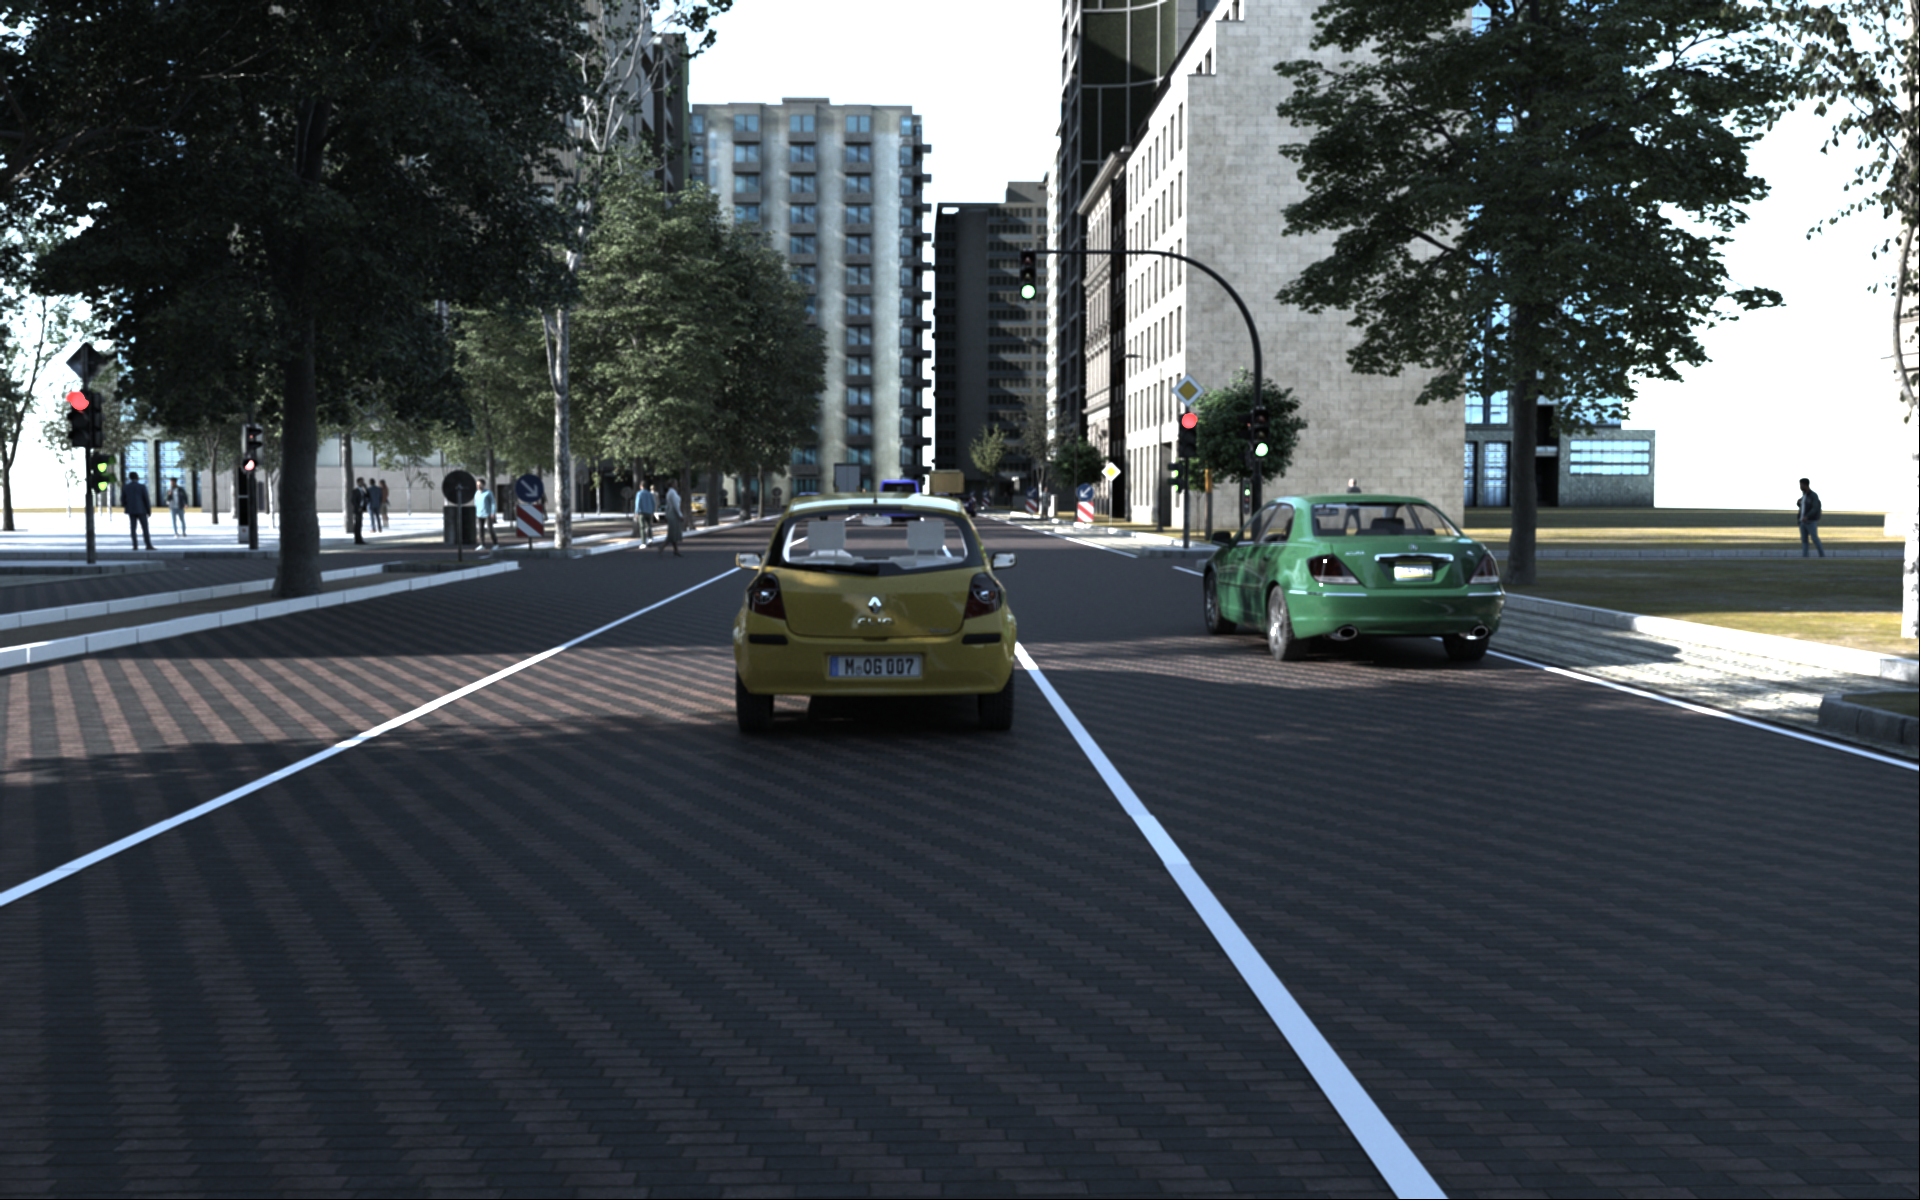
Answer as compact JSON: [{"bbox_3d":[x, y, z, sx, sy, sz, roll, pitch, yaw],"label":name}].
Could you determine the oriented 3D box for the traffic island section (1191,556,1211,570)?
[{"bbox_3d":[5.589,-0.634,32.642,2.009,0.180,2.903,0,4,-2],"label":"traffic island section"}]

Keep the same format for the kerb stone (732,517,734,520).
[{"bbox_3d":[-12.580,-4.416,94.410,0.120,0.150,1.000,0,4,-2],"label":"kerb stone"}]

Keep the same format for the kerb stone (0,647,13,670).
[{"bbox_3d":[-7.876,0.500,14.045,0.120,0.150,1.000,0,4,-2],"label":"kerb stone"}]

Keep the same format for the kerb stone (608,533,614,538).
[{"bbox_3d":[-11.322,-2.036,55.488,0.120,0.150,1.000,0,4,-2],"label":"kerb stone"}]

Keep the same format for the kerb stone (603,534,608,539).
[{"bbox_3d":[-11.283,-1.973,54.466,0.120,0.150,1.000,0,4,-2],"label":"kerb stone"}]

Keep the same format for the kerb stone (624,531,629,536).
[{"bbox_3d":[-11.421,-2.224,58.560,0.120,0.150,1.000,0,4,-2],"label":"kerb stone"}]

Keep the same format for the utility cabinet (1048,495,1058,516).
[{"bbox_3d":[5.322,-5.444,100.169,0.306,1.237,1.020,-1,4,-20],"label":"utility cabinet"}]

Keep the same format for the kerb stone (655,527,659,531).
[{"bbox_3d":[-11.641,-2.663,65.752,0.120,0.150,1.000,0,4,-2],"label":"kerb stone"}]

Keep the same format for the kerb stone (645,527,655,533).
[{"bbox_3d":[-11.613,-2.595,64.716,0.120,0.150,1.000,0,4,-2],"label":"kerb stone"}]

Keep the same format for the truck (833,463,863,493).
[{"bbox_3d":[-10.512,-10.611,162.408,2.839,4.237,11.283,0,4,-4],"label":"truck"}]

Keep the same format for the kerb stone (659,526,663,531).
[{"bbox_3d":[-11.685,-2.726,66.773,0.120,0.150,1.000,0,4,-2],"label":"kerb stone"}]

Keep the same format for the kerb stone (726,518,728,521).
[{"bbox_3d":[-12.489,-4.229,91.343,0.120,0.150,1.000,0,4,-2],"label":"kerb stone"}]

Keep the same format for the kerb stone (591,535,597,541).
[{"bbox_3d":[-11.211,-1.839,52.411,0.120,0.150,1.000,0,4,-2],"label":"kerb stone"}]

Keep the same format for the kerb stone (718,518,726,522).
[{"bbox_3d":[-12.458,-4.167,90.319,0.120,0.150,1.000,0,4,-2],"label":"kerb stone"}]

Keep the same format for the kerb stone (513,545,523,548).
[{"bbox_3d":[-10.884,-1.221,42.166,0.120,0.150,1.000,0,4,-2],"label":"kerb stone"}]

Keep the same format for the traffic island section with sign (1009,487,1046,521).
[{"bbox_3d":[3.649,-5.128,92.474,1.989,1.847,2.006,0,4,-2],"label":"traffic island section with sign"}]

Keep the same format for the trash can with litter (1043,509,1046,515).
[{"bbox_3d":[5.256,-5.744,105.294,0.624,1.170,1.055,1,4,13],"label":"trash can with litter"}]

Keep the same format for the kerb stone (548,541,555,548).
[{"bbox_3d":[-11.018,-1.472,46.259,0.120,0.150,1.000,0,4,-2],"label":"kerb stone"}]

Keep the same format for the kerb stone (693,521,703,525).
[{"bbox_3d":[-12.121,-3.541,80.090,0.120,0.150,1.000,0,4,-2],"label":"kerb stone"}]

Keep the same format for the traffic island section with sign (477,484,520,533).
[{"bbox_3d":[-16.778,-3.419,64.528,1.989,1.847,2.006,0,4,-2],"label":"traffic island section with sign"}]

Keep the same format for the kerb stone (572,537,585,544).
[{"bbox_3d":[-11.143,-1.722,50.353,0.120,0.150,1.000,0,4,-2],"label":"kerb stone"}]

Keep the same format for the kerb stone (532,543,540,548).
[{"bbox_3d":[-10.956,-1.347,44.215,0.120,0.150,1.000,0,4,-2],"label":"kerb stone"}]

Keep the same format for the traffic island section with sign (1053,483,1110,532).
[{"bbox_3d":[4.532,-3.461,65.209,1.989,1.847,2.006,0,4,-2],"label":"traffic island section with sign"}]

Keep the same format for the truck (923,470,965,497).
[{"bbox_3d":[-1.163,-8.674,137.745,3.469,3.379,9.791,0,4,-2],"label":"truck"}]

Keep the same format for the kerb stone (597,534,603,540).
[{"bbox_3d":[-11.251,-1.910,53.432,0.120,0.150,1.000,0,4,-2],"label":"kerb stone"}]

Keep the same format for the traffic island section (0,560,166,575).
[{"bbox_3d":[-16.041,-0.591,31.946,2.009,0.180,2.903,0,4,-2],"label":"traffic island section"}]

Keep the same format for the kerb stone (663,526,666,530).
[{"bbox_3d":[-11.722,-2.785,67.795,0.120,0.150,1.000,0,4,-2],"label":"kerb stone"}]

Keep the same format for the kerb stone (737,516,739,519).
[{"bbox_3d":[-12.693,-4.604,97.478,0.120,0.150,1.000,0,4,-2],"label":"kerb stone"}]

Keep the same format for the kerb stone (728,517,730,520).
[{"bbox_3d":[-12.518,-4.291,92.365,0.120,0.150,1.000,0,4,-2],"label":"kerb stone"}]

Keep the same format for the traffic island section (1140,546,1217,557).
[{"bbox_3d":[5.330,-1.122,40.623,2.009,0.180,2.903,0,4,-2],"label":"traffic island section"}]

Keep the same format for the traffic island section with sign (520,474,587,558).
[{"bbox_3d":[-9.744,-1.936,39.795,2.006,1.907,1.989,0,4,-2],"label":"traffic island section with sign"}]

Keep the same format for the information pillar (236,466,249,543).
[{"bbox_3d":[-18.613,-2.482,45.075,0.304,2.012,0.304,-1,4,-8],"label":"information pillar"}]

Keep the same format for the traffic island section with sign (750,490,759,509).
[{"bbox_3d":[-20.171,-9.796,168.796,1.989,1.847,2.006,0,4,-2],"label":"traffic island section with sign"}]

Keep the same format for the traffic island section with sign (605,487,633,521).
[{"bbox_3d":[-17.667,-5.092,91.885,1.989,1.847,2.006,0,4,-2],"label":"traffic island section with sign"}]

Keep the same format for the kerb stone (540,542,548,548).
[{"bbox_3d":[-10.993,-1.409,45.237,0.120,0.150,1.000,0,4,-2],"label":"kerb stone"}]

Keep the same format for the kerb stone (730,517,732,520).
[{"bbox_3d":[-12.548,-4.349,93.387,0.120,0.150,1.000,0,4,-2],"label":"kerb stone"}]

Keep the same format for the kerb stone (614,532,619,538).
[{"bbox_3d":[-11.347,-2.099,56.513,0.120,0.150,1.000,0,4,-2],"label":"kerb stone"}]

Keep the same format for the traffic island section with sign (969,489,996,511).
[{"bbox_3d":[1.997,-8.256,143.612,1.989,1.847,2.006,0,4,-2],"label":"traffic island section with sign"}]

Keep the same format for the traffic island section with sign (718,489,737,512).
[{"bbox_3d":[-19.289,-8.135,141.643,1.989,1.847,2.006,0,4,-2],"label":"traffic island section with sign"}]

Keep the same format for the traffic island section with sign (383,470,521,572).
[{"bbox_3d":[-9.513,-1.483,32.391,2.006,1.907,1.989,0,4,-2],"label":"traffic island section with sign"}]

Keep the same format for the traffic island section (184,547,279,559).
[{"bbox_3d":[-16.300,-1.079,39.927,2.009,0.180,2.903,0,4,-2],"label":"traffic island section"}]

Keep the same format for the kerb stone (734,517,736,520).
[{"bbox_3d":[-12.612,-4.479,95.432,0.120,0.150,1.000,0,4,-2],"label":"kerb stone"}]

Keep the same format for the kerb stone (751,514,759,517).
[{"bbox_3d":[-13.121,-5.418,110.776,0.120,0.150,1.000,0,4,-2],"label":"kerb stone"}]

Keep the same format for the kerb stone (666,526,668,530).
[{"bbox_3d":[-11.750,-2.852,68.828,0.120,0.150,1.000,0,4,-2],"label":"kerb stone"}]

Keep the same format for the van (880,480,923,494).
[{"bbox_3d":[-2.759,-4.543,78.654,2.240,2.365,5.245,0,4,-2],"label":"van"}]

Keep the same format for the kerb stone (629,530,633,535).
[{"bbox_3d":[-11.459,-2.277,59.588,0.120,0.150,1.000,0,4,-2],"label":"kerb stone"}]

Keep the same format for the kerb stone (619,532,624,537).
[{"bbox_3d":[-11.382,-2.161,57.535,0.120,0.150,1.000,0,4,-2],"label":"kerb stone"}]

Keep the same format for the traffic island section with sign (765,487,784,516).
[{"bbox_3d":[-12.196,-6.530,114.894,2.006,1.907,1.989,0,4,-2],"label":"traffic island section with sign"}]

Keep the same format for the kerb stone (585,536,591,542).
[{"bbox_3d":[-11.187,-1.782,51.374,0.120,0.150,1.000,0,4,-2],"label":"kerb stone"}]

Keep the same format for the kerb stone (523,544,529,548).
[{"bbox_3d":[-10.920,-1.284,43.188,0.120,0.150,1.000,0,4,-2],"label":"kerb stone"}]

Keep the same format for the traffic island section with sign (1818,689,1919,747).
[{"bbox_3d":[6.320,-0.101,10.273,1.989,1.847,2.006,0,4,-2],"label":"traffic island section with sign"}]
